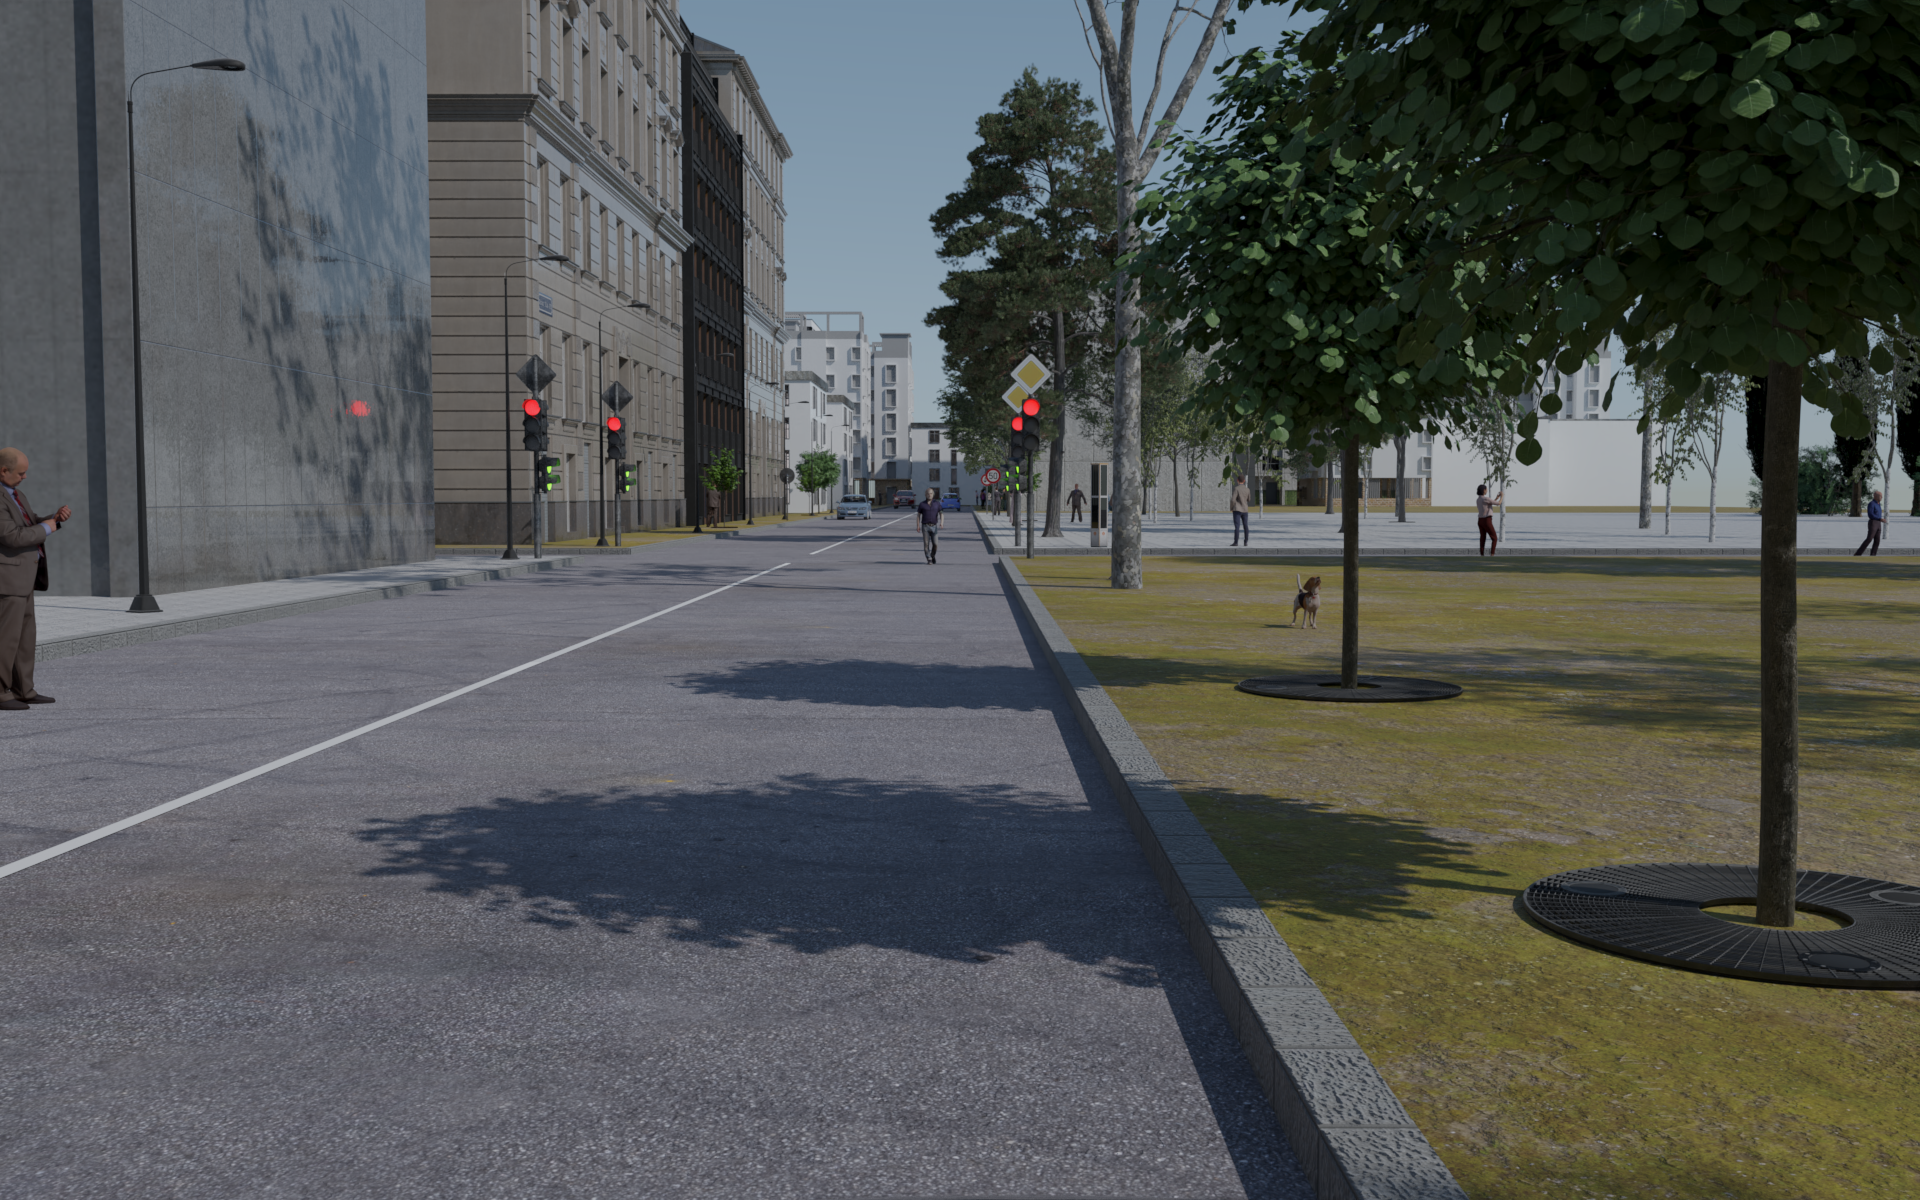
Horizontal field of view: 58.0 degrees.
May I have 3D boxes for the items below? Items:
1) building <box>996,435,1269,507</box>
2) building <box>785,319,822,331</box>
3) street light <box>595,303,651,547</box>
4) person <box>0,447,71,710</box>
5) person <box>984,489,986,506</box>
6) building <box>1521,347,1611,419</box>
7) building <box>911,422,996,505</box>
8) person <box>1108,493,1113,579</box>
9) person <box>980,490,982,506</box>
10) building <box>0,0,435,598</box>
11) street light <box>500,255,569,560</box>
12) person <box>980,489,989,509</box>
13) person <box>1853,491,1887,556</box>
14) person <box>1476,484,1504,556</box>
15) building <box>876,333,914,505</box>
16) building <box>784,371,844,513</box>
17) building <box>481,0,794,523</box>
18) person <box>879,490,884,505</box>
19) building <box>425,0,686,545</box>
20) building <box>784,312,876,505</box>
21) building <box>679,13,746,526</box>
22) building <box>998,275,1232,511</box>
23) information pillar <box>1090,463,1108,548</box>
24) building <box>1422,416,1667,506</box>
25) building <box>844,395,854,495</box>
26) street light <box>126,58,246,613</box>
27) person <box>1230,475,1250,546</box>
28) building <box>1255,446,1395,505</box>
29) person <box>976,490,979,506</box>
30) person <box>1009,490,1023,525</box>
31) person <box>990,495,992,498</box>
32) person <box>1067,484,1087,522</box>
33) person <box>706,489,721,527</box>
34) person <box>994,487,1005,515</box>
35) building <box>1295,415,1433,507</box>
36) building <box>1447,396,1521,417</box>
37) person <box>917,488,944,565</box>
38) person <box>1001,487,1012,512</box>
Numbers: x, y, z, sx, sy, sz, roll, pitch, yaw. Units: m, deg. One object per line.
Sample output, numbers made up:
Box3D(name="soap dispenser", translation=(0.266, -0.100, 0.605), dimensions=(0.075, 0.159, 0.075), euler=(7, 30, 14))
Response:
Box3D(name="building", translation=(17.546, -20.336, 176.467), dimensions=(27.936, 21.610, 32.646), euler=(0, 4, 0))
Box3D(name="building", translation=(-33.507, -22.755, 216.026), dimensions=(32.646, 21.610, 27.936), euler=(0, 4, 0))
Box3D(name="street light", translation=(-8.212, -4.262, 42.224), dimensions=(1.470, 5.913, 1.316), euler=(0, 4, 0))
Box3D(name="person", translation=(-6.280, -0.147, 11.588), dimensions=(0.600, 1.739, 0.565), euler=(-3, 4, -37))
Box3D(name="person", translation=(2.623, -10.860, 183.473), dimensions=(0.709, 1.838, 0.599), euler=(1, 4, 10))
Box3D(name="building", translation=(70.860, -21.662, 210.589), dimensions=(11.380, 20.091, 16.016), euler=(0, 4, 0))
Box3D(name="building", translation=(8.261, -16.218, 207.319), dimensions=(28.070, 9.664, 9.099), euler=(0, 4, 0))
Box3D(name="person", translation=(2.437, -1.081, 25.937), dimensions=(0.429, 1.552, 0.499), euler=(0, 4, 4))
Box3D(name="person", translation=(2.166, -10.625, 180.483), dimensions=(0.721, 1.743, 1.217), euler=(0, 4, 4))
Box3D(name="building", translation=(-20.082, -12.765, 26.725), dimensions=(19.932, 24.808, 12.078), euler=(0, 4, 0))
Box3D(name="street light", translation=(-8.279, -3.745, 33.764), dimensions=(1.470, 5.913, 1.316), euler=(0, 4, 0))
Box3D(name="person", translation=(2.077, -8.705, 149.051), dimensions=(0.721, 1.739, 1.217), euler=(-3, 4, -38))
Box3D(name="person", translation=(19.583, -1.582, 37.066), dimensions=(0.574, 1.496, 0.600), euler=(-1, 4, -17))
Box3D(name="person", translation=(11.517, -1.695, 37.675), dimensions=(0.566, 1.644, 0.517), euler=(1, 4, 23))
Box3D(name="building", translation=(-11.458, -21.613, 209.795), dimensions=(11.380, 20.091, 16.016), euler=(0, 4, 0))
Box3D(name="building", translation=(-14.570, -11.615, 132.049), dimensions=(9.099, 9.664, 28.070), euler=(0, 4, 0))
Box3D(name="building", translation=(-16.636, -18.295, 96.389), dimensions=(12.463, 27.353, 25.104), euler=(0, 4, 0))
Box3D(name="person", translation=(-8.829, -11.492, 194.741), dimensions=(0.742, 1.727, 0.445), euler=(1, 4, 18))
Box3D(name="building", translation=(-16.386, -15.756, 54.873), dimensions=(12.463, 27.353, 25.104), euler=(0, 4, 0))
Box3D(name="building", translation=(-15.460, -20.145, 185.783), dimensions=(11.380, 20.091, 16.016), euler=(0, 4, 0))
Box3D(name="building", translation=(-16.641, -15.070, 76.078), dimensions=(12.332, 23.373, 15.834), euler=(0, 4, 0))
Box3D(name="building", translation=(11.872, -16.980, 144.086), dimensions=(16.747, 18.905, 31.486), euler=(0, 4, 0))
Box3D(name="information pillar", translation=(3.344, -2.269, 41.594), dimensions=(0.304, 2.012, 0.304), euler=(-3, 5, -42))
Box3D(name="building", translation=(62.825, -15.087, 188.818), dimensions=(28.070, 9.664, 9.099), euler=(0, 4, 0))
Box3D(name="building", translation=(-14.318, -13.347, 160.363), dimensions=(9.099, 9.664, 28.070), euler=(0, 4, 0))
Box3D(name="street light", translation=(-8.312, -2.818, 18.616), dimensions=(1.470, 5.913, 1.316), euler=(0, 4, 0))
Box3D(name="person", translation=(6.866, -2.215, 42.789), dimensions=(0.617, 1.759, 0.750), euler=(-1, 4, -13))
Box3D(name="building", translation=(38.047, -21.049, 210.612), dimensions=(31.486, 18.905, 16.747), euler=(0, 4, 0))
Box3D(name="person", translation=(1.860, -11.407, 193.483), dimensions=(0.436, 1.711, 0.756), euler=(1, 4, 22))
Box3D(name="person", translation=(2.305, -3.899, 70.452), dimensions=(0.621, 1.740, 0.551), euler=(0, 4, -5))
Box3D(name="person", translation=(2.753, -8.221, 140.534), dimensions=(0.705, 1.814, 1.350), euler=(-1, 4, -20))
Box3D(name="person", translation=(5.275, -4.388, 78.333), dimensions=(0.990, 1.755, 0.434), euler=(2, 4, 25))
Box3D(name="person", translation=(-9.569, -3.694, 67.128), dimensions=(0.565, 1.739, 0.600), euler=(-2, 4, -28))
Box3D(name="person", translation=(2.318, -5.943, 104.006), dimensions=(0.742, 1.727, 0.445), euler=(-2, 4, -31))
Box3D(name="building", translation=(42.914, -20.070, 184.569), dimensions=(11.380, 20.091, 16.016), euler=(0, 4, 0))
Box3D(name="building", translation=(59.480, -21.660, 210.560), dimensions=(11.380, 20.091, 16.016), euler=(0, 4, 0))
Box3D(name="person", translation=(-0.547, -1.498, 35.209), dimensions=(0.569, 1.553, 0.471), euler=(2, 4, 29))
Box3D(name="person", translation=(3.419, -7.424, 127.453), dimensions=(0.705, 1.821, 1.348), euler=(3, 5, 43))
